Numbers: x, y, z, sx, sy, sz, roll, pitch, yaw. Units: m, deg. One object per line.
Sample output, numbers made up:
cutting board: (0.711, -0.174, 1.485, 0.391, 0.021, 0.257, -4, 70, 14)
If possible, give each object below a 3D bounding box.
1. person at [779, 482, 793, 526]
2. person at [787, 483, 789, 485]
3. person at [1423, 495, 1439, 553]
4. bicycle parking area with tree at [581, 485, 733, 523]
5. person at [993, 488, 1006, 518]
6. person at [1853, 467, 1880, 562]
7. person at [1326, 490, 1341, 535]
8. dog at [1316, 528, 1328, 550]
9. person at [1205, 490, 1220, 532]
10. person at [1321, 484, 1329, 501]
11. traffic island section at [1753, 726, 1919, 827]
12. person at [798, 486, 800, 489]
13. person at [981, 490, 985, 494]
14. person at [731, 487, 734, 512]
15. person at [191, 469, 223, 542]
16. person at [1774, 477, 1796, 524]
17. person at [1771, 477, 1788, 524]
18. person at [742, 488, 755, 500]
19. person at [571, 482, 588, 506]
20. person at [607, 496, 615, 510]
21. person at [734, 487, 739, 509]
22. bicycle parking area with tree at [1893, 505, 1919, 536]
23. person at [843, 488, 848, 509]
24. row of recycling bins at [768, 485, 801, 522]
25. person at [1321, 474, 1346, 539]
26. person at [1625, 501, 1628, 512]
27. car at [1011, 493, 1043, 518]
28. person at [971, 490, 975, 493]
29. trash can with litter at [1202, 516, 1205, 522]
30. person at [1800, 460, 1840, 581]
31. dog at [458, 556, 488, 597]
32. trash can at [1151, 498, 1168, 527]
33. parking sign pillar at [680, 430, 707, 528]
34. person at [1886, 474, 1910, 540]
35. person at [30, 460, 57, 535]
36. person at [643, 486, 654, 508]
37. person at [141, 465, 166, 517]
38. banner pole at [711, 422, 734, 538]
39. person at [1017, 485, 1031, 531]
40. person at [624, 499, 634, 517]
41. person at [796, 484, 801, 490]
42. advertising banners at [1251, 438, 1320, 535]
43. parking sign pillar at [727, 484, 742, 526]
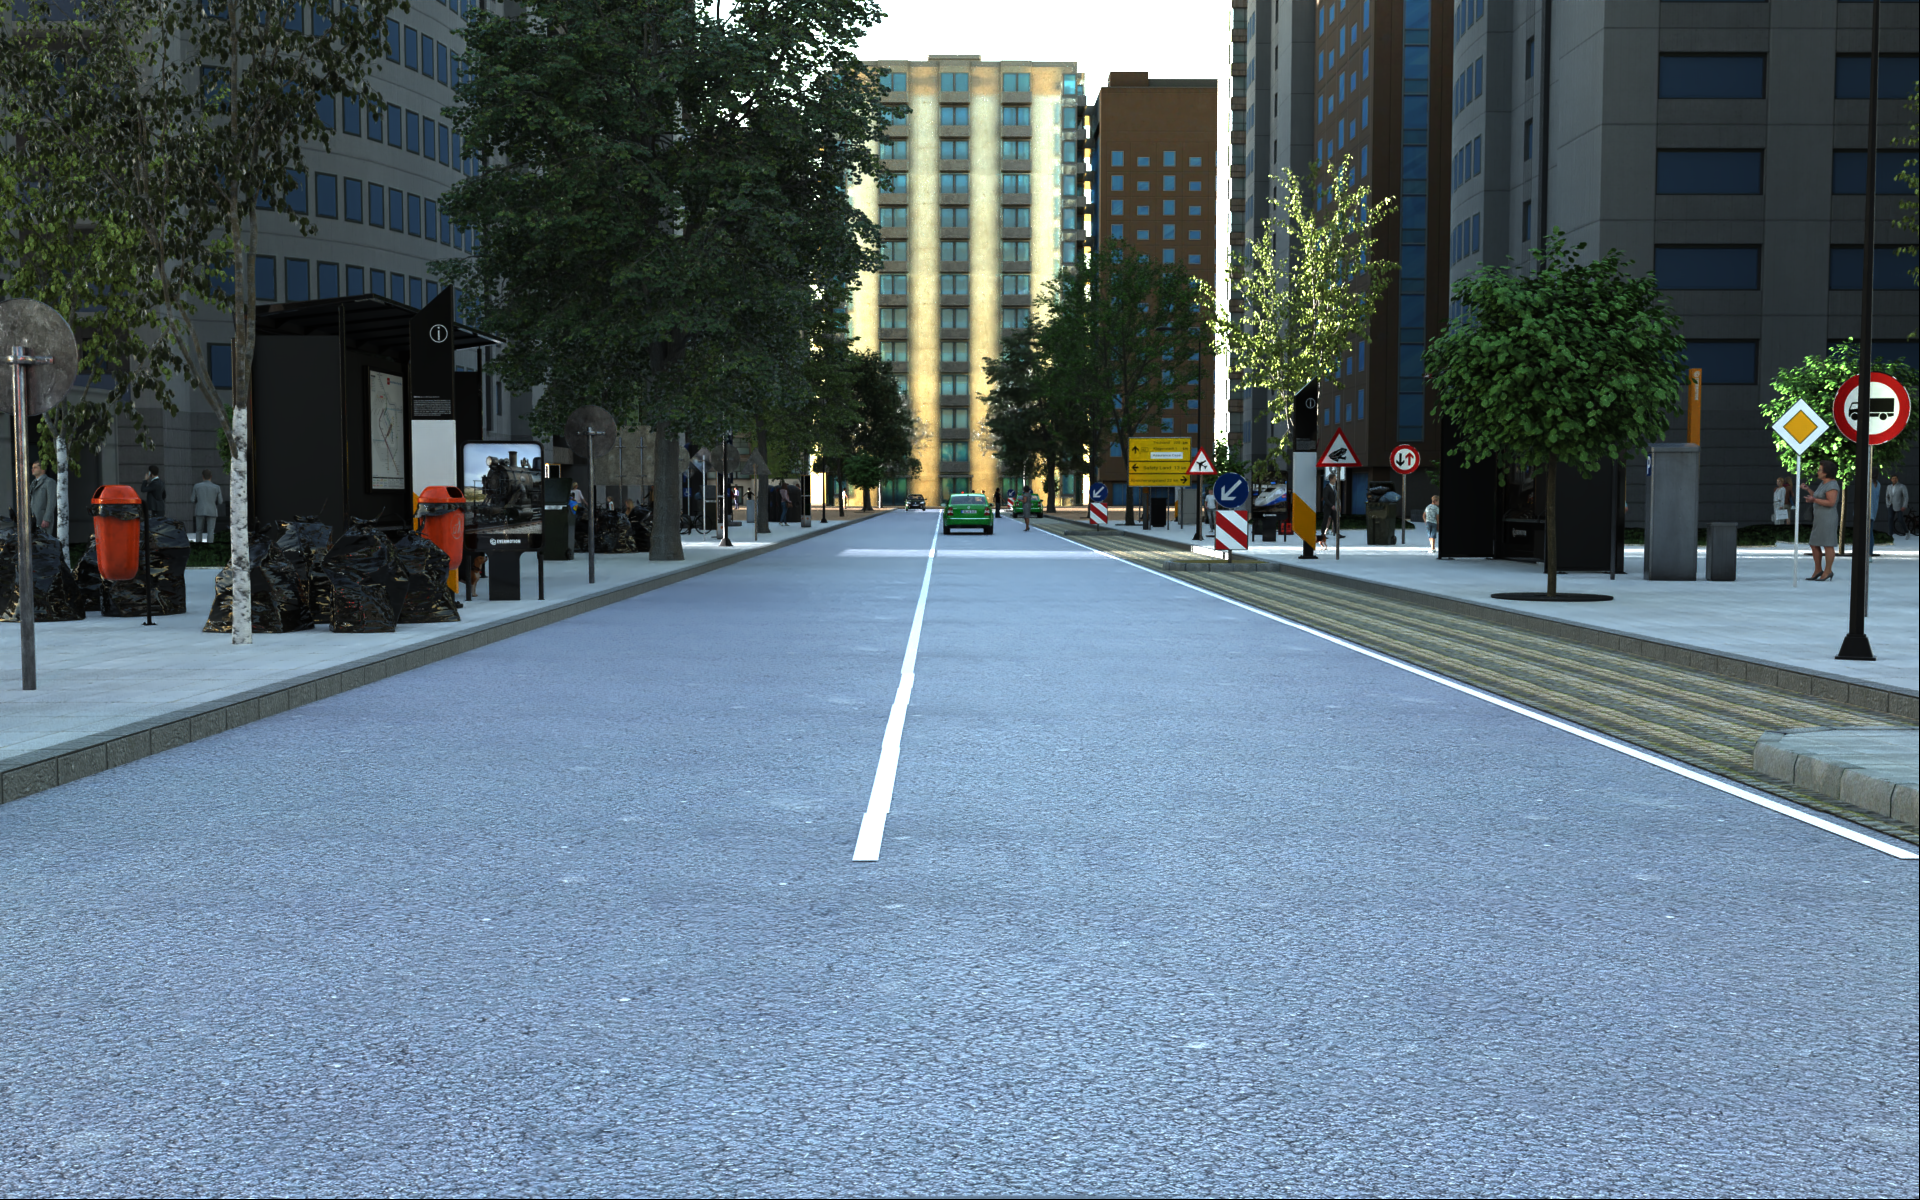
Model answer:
person: (-7.058, -3.841, 69.436, 0.643, 1.750, 0.593, -3, 4, -36)
person: (-8.230, -4.689, 82.990, 0.520, 1.790, 0.573, 1, 4, 19)
person: (10.367, -1.670, 38.035, 0.352, 1.250, 0.332, -1, 4, -15)
bicycle parking area with tree: (-14.502, -5.500, 76.935, 9.016, 4.147, 8.231, 3, 5, 39)
person: (2.305, -5.839, 103.983, 0.705, 1.822, 1.348, -2, 4, -29)
person: (16.994, -1.598, 32.430, 0.793, 1.790, 0.793, 2, 4, 27)
person: (11.767, -2.914, 54.695, 0.512, 1.701, 0.522, 2, 4, 30)
dog: (8.210, -1.397, 39.677, 0.406, 0.507, 0.540, 1, 4, 16)
person: (8.463, -3.014, 57.918, 0.503, 1.515, 0.523, -1, 4, -10)
person: (19.852, -5.358, 93.641, 0.705, 1.824, 1.348, 2, 4, 31)
traffic island section: (5.098, 0.868, 8.085, 2.009, 0.180, 2.903, 0, 4, -1)
person: (-8.702, -5.191, 91.717, 0.742, 1.727, 0.445, 0, 4, -2)
person: (1.703, -7.773, 136.418, 0.721, 1.723, 1.217, -2, 4, -25)
person: (-16.314, -7.135, 122.670, 0.705, 1.831, 1.348, 1, 4, 23)
person: (-15.635, -1.817, 35.951, 0.606, 1.804, 0.583, -2, 4, -27)
person: (25.759, -2.939, 54.069, 0.580, 1.828, 0.573, -2, 4, -31)
person: (24.636, -2.787, 51.957, 0.624, 1.780, 0.694, 1, 4, 12)
person: (-19.170, -9.297, 157.673, 1.348, 1.869, 0.705, 0, 4, 6)
person: (-14.767, -3.691, 67.057, 0.731, 1.740, 0.598, -1, 4, -16)
person: (-12.169, -3.035, 60.673, 0.382, 1.210, 0.505, -1, 4, -21)
person: (-18.798, -8.496, 144.822, 0.599, 1.838, 0.709, 1, 4, 11)
bicycle parking area with tree: (31.598, -3.855, 50.032, 9.016, 4.147, 8.231, 3, 4, 38)
person: (-9.935, -8.792, 149.795, 0.705, 1.824, 1.348, -1, 4, -20)
row of recycling bins: (-8.239, -4.450, 79.869, 1.069, 1.692, 3.534, -2, 4, -27)
person: (10.636, -2.666, 49.417, 0.755, 1.850, 0.659, 3, 5, 44)
person: (18.118, -2.564, 47.828, 0.748, 1.841, 0.638, 1, 4, 11)
car: (4.062, -5.838, 104.247, 1.959, 1.807, 4.718, 0, 4, 1)
person: (1.098, -7.457, 131.144, 0.721, 1.735, 1.217, 0, 4, -5)
trash can with litter: (10.844, -4.124, 78.811, 1.055, 1.170, 0.624, -1, 4, -13)
person: (12.662, -1.174, 25.604, 0.532, 1.782, 0.716, 1, 4, 10)
dog: (-6.241, -0.298, 21.695, 0.540, 0.507, 0.406, -3, 4, -38)
trash can: (7.731, -3.411, 67.421, 0.748, 1.137, 0.748, 0, 3, 0)
parking sign pillar: (-9.998, -4.696, 65.258, 1.447, 3.967, 1.447, 1, 4, 17)
person: (26.357, -2.618, 48.701, 0.795, 1.843, 0.661, -2, 4, -28)
person: (-14.491, -1.289, 27.219, 0.694, 1.812, 0.767, 2, 4, 33)
person: (-18.642, -6.053, 105.104, 1.348, 1.812, 0.705, 2, 4, 29)
person: (-17.340, -1.947, 37.239, 0.474, 1.900, 0.648, -1, 4, -20)
banner pole: (-6.957, -3.721, 50.855, 0.863, 3.779, 0.401, 2, 4, 35)
person: (2.528, -3.567, 67.177, 0.532, 1.782, 0.716, 1, 4, 22)
person: (-9.463, -2.326, 49.567, 0.738, 1.151, 1.012, -3, 5, -43)
person: (-8.751, -5.304, 92.628, 0.709, 1.838, 0.599, 3, 5, 43)
advertising banners: (10.208, -3.555, 54.317, 2.074, 3.025, 0.090, 0, 4, 5)
parking sign pillar: (-9.435, -4.933, 69.122, 1.447, 3.967, 1.447, -1, 4, -15)
